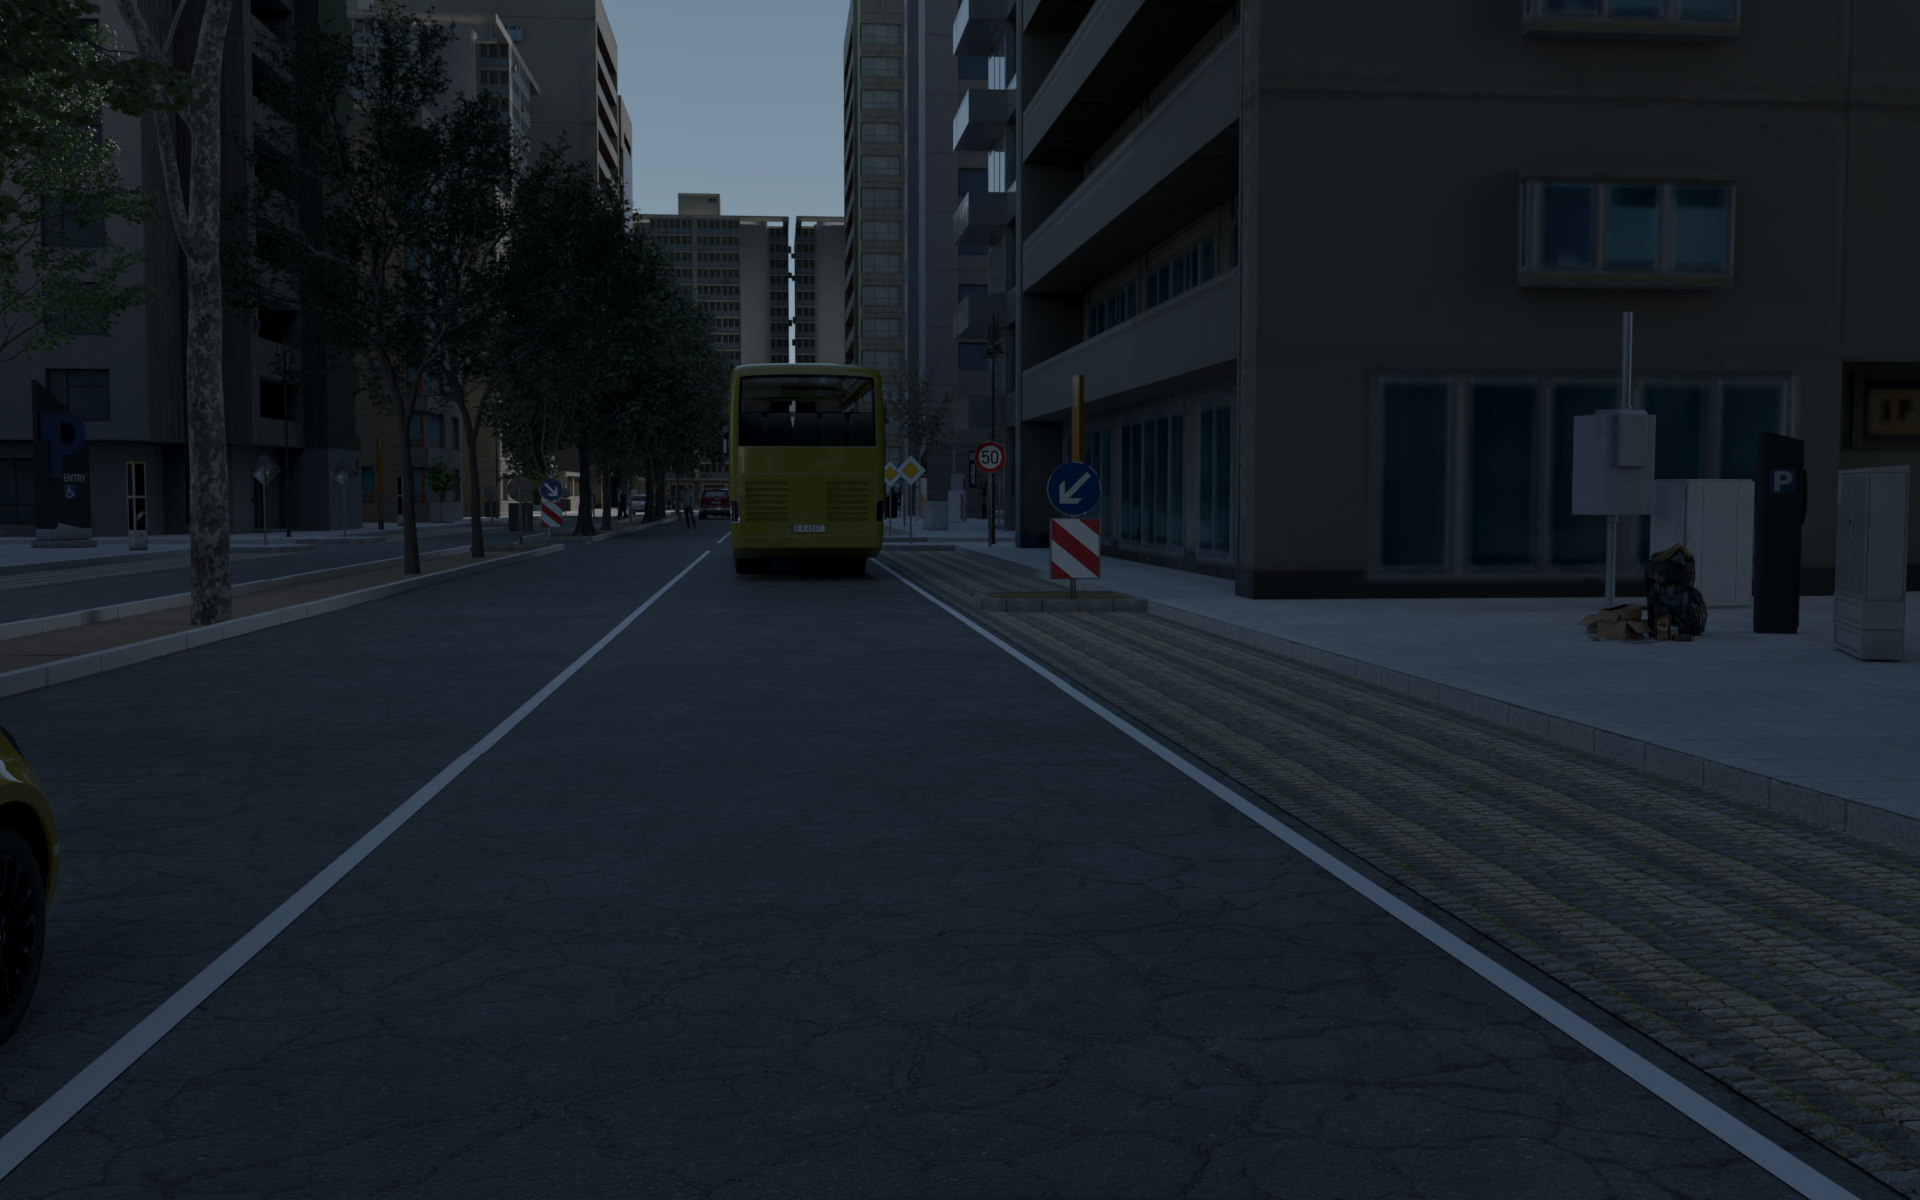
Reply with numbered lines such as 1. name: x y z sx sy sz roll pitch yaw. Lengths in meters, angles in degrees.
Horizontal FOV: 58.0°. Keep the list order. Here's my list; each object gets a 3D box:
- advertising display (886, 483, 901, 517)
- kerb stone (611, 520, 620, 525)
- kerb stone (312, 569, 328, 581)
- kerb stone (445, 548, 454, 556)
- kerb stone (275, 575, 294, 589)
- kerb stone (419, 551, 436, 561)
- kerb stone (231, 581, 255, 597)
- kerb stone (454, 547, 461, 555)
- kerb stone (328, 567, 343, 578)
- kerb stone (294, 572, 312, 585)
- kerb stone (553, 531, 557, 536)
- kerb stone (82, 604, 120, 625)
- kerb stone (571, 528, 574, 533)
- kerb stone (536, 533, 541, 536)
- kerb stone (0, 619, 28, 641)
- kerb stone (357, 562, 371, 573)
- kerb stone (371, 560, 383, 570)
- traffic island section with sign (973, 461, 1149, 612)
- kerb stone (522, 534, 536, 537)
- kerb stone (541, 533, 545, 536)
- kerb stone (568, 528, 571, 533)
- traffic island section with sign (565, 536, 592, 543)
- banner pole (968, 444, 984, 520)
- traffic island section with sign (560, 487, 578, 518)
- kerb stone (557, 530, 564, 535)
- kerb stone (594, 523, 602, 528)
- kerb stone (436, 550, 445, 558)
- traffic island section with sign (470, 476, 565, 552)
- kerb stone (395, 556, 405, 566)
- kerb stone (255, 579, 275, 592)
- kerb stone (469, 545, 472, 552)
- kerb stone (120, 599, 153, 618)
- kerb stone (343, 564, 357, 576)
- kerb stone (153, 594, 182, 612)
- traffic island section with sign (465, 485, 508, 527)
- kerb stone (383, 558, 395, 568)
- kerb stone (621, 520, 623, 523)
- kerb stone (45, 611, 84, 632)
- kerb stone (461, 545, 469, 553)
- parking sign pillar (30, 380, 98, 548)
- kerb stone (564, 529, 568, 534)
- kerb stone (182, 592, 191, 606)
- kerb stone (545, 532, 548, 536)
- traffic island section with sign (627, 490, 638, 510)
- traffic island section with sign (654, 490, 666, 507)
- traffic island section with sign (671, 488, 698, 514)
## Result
1. advertising display: -3.765 -5.654 97.653 0.974 1.923 0.123 1 4 23
2. kerb stone: -16.346 -3.655 82.019 0.120 0.150 1.000 0 4 -6
3. kerb stone: -10.629 -0.383 28.479 0.120 0.150 1.000 0 4 -6
4. kerb stone: -11.817 -1.066 39.678 0.120 0.150 1.000 0 4 -6
5. kerb stone: -10.411 -0.250 26.447 0.120 0.150 1.000 0 4 -6
6. kerb stone: -11.610 -0.938 37.641 0.120 0.150 1.000 0 4 -6
7. kerb stone: -10.191 -0.135 24.409 0.120 0.150 1.000 0 4 -6
8. kerb stone: -11.936 -1.132 40.708 0.120 0.150 1.000 0 4 -6
9. kerb stone: -10.736 -0.447 29.497 0.120 0.150 1.000 0 4 -6
10. kerb stone: -10.516 -0.322 27.463 0.120 0.150 1.000 0 4 -6
11. kerb stone: -13.846 -2.226 58.585 0.120 0.150 1.000 0 4 -6
12. kerb stone: -9.651 0.178 19.313 0.120 0.150 1.000 0 4 -6
13. kerb stone: -14.389 -2.534 63.682 0.120 0.150 1.000 0 4 -6
14. kerb stone: -13.403 -1.974 54.509 0.120 0.150 1.000 0 4 -6
15. kerb stone: -9.428 0.301 17.279 0.120 0.150 1.000 0 4 -6
16. kerb stone: -10.954 -0.571 31.534 0.120 0.150 1.000 0 4 -6
17. kerb stone: -11.061 -0.628 32.555 0.120 0.150 1.000 0 4 -6
18. traffic island section with sign: 1.201 -0.804 21.780 1.989 1.847 2.006 0 4 -6
19. kerb stone: -13.305 -1.914 53.486 0.120 0.150 1.000 0 4 -6
20. kerb stone: -13.519 -2.037 55.525 0.120 0.150 1.000 0 4 -6
21. kerb stone: -14.281 -2.475 62.665 0.120 0.150 1.000 0 4 -6
22. traffic island section with sign: -11.990 -2.634 51.203 2.006 1.907 1.989 0 4 -6
23. banner pole: 0.789 -5.943 87.180 0.863 3.779 0.401 2 4 32
24. traffic island section with sign: -23.257 -5.723 102.201 1.989 1.847 2.006 0 4 -6
25. kerb stone: -14.064 -2.351 60.626 0.120 0.150 1.000 0 4 -6
26. kerb stone: -15.590 -3.220 74.890 0.120 0.150 1.000 0 4 -6
27. kerb stone: -11.714 -1.007 38.659 0.120 0.150 1.000 0 4 -6
28. traffic island section with sign: -11.213 -2.183 43.836 2.006 1.907 1.989 0 4 -6
29. kerb stone: -11.281 -0.757 34.590 0.120 0.150 1.000 0 4 -6
30. kerb stone: -10.305 -0.198 25.430 0.120 0.150 1.000 0 4 -6
31. kerb stone: -12.153 -1.257 42.741 0.120 0.150 1.000 0 4 -6
32. kerb stone: -9.754 0.114 20.338 0.120 0.150 1.000 0 4 -6
33. kerb stone: -10.849 -0.505 30.514 0.120 0.150 1.000 0 4 -6
34. kerb stone: -9.864 0.051 21.354 0.120 0.150 1.000 0 4 -6
35. traffic island section with sign: -20.386 -4.084 75.398 1.989 1.847 2.006 0 4 -6
36. kerb stone: -11.170 -0.696 33.574 0.120 0.150 1.000 0 4 -6
37. kerb stone: -16.568 -3.783 84.064 0.120 0.150 1.000 0 4 -6
38. kerb stone: -9.541 0.245 18.295 0.120 0.150 1.000 0 4 -6
39. kerb stone: -12.046 -1.194 41.724 0.120 0.150 1.000 0 4 -6
40. parking sign pillar: -21.516 -3.244 41.504 1.447 3.967 1.447 1 4 16
41. kerb stone: -14.169 -2.410 61.643 0.120 0.150 1.000 0 4 -6
42. kerb stone: -9.975 -0.011 22.370 0.120 0.150 1.000 0 4 -6
43. kerb stone: -13.623 -2.101 56.549 0.120 0.150 1.000 0 4 -6
44. traffic island section with sign: -28.578 -8.776 152.120 1.989 1.847 2.006 0 4 -6
45. traffic island section with sign: -31.441 -10.416 178.923 1.989 1.847 2.006 0 4 -6
46. traffic island section with sign: -19.979 -7.204 125.917 2.006 1.907 1.989 0 4 -6
